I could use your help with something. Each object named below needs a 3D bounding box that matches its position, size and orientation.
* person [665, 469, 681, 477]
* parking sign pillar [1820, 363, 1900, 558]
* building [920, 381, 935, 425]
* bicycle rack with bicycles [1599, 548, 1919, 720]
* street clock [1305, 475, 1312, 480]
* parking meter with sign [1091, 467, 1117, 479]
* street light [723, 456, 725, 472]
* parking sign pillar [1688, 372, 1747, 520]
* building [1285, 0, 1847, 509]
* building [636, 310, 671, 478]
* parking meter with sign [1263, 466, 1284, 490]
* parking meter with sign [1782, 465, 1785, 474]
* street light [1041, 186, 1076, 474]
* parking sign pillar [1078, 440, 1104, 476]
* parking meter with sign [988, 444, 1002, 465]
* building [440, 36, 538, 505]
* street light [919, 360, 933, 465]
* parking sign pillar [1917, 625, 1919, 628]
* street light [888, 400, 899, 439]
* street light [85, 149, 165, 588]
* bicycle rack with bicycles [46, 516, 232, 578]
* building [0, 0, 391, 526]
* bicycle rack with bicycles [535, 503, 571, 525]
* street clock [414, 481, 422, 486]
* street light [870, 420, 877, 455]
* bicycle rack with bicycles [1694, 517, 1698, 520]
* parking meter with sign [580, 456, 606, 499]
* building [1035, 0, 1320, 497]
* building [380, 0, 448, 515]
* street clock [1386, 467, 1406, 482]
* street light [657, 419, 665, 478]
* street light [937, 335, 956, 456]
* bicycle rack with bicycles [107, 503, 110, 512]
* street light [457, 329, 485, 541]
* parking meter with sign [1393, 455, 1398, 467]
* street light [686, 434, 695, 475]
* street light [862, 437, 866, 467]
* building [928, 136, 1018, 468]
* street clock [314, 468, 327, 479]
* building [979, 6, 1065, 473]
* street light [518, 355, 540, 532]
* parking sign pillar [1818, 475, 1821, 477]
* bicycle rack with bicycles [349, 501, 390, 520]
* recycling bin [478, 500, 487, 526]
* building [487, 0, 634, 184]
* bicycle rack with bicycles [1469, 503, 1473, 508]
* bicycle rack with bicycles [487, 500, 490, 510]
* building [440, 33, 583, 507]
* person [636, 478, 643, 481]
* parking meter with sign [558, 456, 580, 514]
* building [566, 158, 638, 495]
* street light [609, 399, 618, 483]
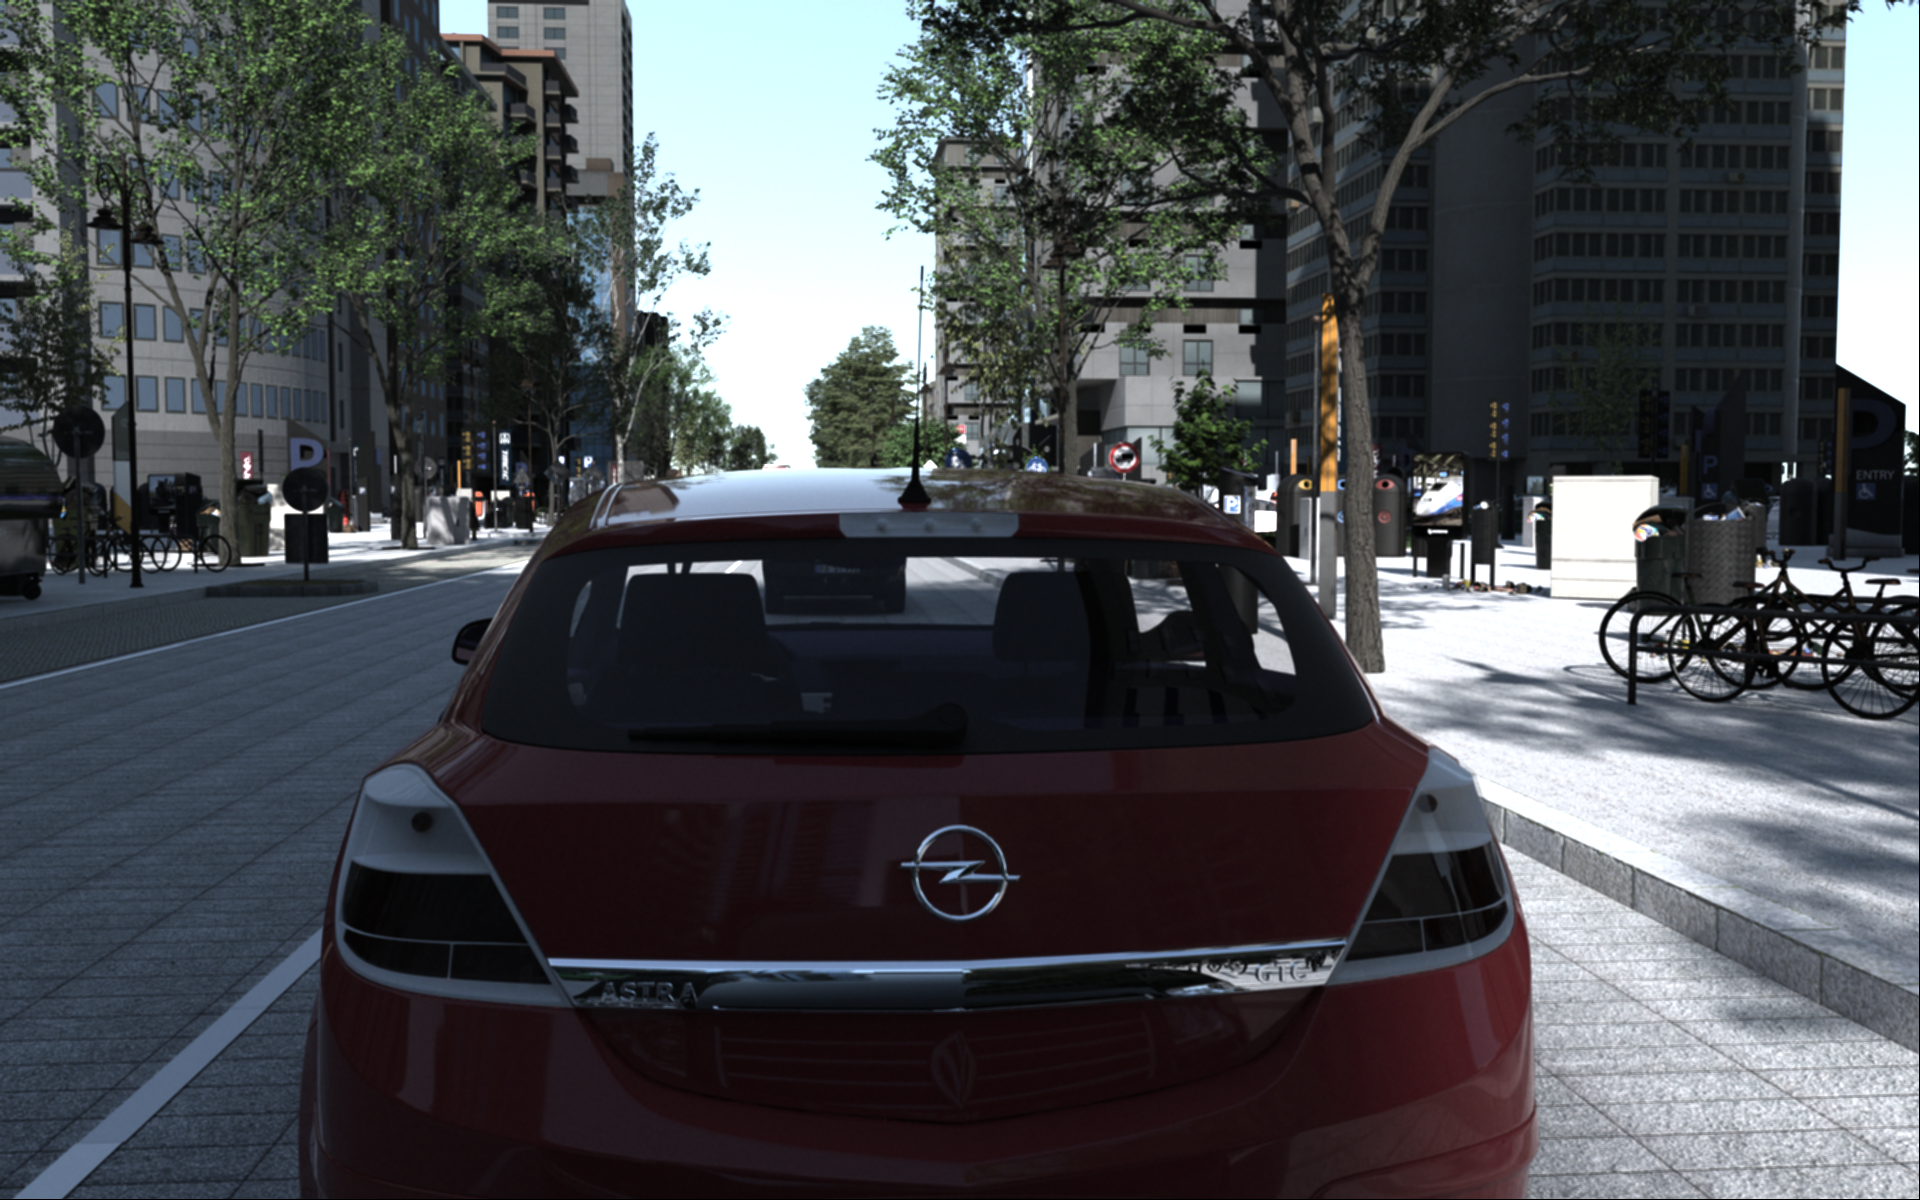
[{"bbox_3d":[-4.107,-1.023,25.402,0.473,1.802,0.592,2,4,28],"label":"person"},{"bbox_3d":[18.528,-2.867,35.351,1.447,3.967,1.447,2,4,33],"label":"parking sign pillar"},{"bbox_3d":[8.199,-26.605,280.035,27.650,21.520,28.899,0,4,-5],"label":"building"},{"bbox_3d":[5.330,0.162,10.736,2.852,0.926,2.925,-3,5,-43],"label":"bicycle rack with bicycles"},{"bbox_3d":[13.065,-3.687,64.860,0.471,2.002,0.358,-2,4,-34],"label":"street clock"},{"bbox_3d":[4.038,-3.195,48.500,1.738,3.016,0.543,0,4,0],"label":"parking meter with sign"},{"bbox_3d":[-24.885,-12.852,182.915,0.468,5.910,1.993,0,4,-5],"label":"street light"},{"bbox_3d":[16.768,-3.033,38.068,1.447,3.967,1.447,-3,5,-43],"label":"parking sign pillar"},{"bbox_3d":[31.086,-24.345,89.930,23.993,40.220,32.217,0,4,-5],"label":"building"},{"bbox_3d":[-52.887,-30.488,270.172,14.160,30.474,14.107,0,4,-5],"label":"building"},{"bbox_3d":[19.078,-6.774,107.016,1.738,3.016,0.543,1,4,15],"label":"parking meter with sign"},{"bbox_3d":[50.738,-6.679,105.458,1.738,3.016,0.543,-1,4,-9],"label":"parking meter with sign"},{"bbox_3d":[1.549,-3.277,26.371,0.468,5.910,1.993,0,4,-5],"label":"street light"},{"bbox_3d":[6.510,-5.965,86.005,1.447,3.967,1.447,-2,4,-24],"label":"parking sign pillar"},{"bbox_3d":[0.699,-3.861,59.386,0.543,3.016,1.738,3,5,39],"label":"parking meter with sign"},{"bbox_3d":[-52.220,-27.496,141.443,32.217,40.220,23.993,0,4,-5],"label":"building"},{"bbox_3d":[-1.211,-5.324,59.841,0.468,5.910,1.993,0,4,-5],"label":"street light"},{"bbox_3d":[9.847,-1.697,16.223,1.447,3.967,1.447,-3,5,-45],"label":"parking sign pillar"},{"bbox_3d":[-3.238,-6.794,83.863,0.468,5.910,1.993,0,4,-5],"label":"street light"},{"bbox_3d":[-11.340,-3.112,23.675,0.468,5.910,1.993,0,4,-5],"label":"street light"},{"bbox_3d":[-13.663,-0.884,27.833,2.925,0.926,2.852,2,4,23],"label":"bicycle rack with bicycles"},{"bbox_3d":[-41.527,-32.997,81.493,21.231,58.520,28.212,0,4,-5],"label":"building"},{"bbox_3d":[-16.718,-3.698,73.849,2.925,0.926,2.852,-1,4,-18],"label":"bicycle rack with bicycles"},{"bbox_3d":[-30.284,-5.630,96.617,0.471,2.002,0.358,-3,5,-41],"label":"street clock"},{"bbox_3d":[-5.387,-8.283,108.213,0.468,5.910,1.993,0,4,-5],"label":"street light"},{"bbox_3d":[20.064,-2.254,50.238,2.852,0.926,2.925,-1,4,-19],"label":"bicycle rack with bicycles"},{"bbox_3d":[-16.388,-5.024,78.410,0.543,3.016,1.738,-3,5,-44],"label":"parking meter with sign"},{"bbox_3d":[20.171,-32.546,121.371,28.713,52.752,27.495,0,4,-5],"label":"building"},{"bbox_3d":[-41.761,-28.197,111.131,14.600,45.320,14.200,0,4,-5],"label":"building"},{"bbox_3d":[11.667,-2.558,46.386,0.471,2.002,0.358,3,5,39],"label":"street clock"},{"bbox_3d":[-18.337,-8.163,106.254,0.468,5.910,1.993,0,4,-5],"label":"street light"},{"bbox_3d":[-0.396,-4.747,50.400,0.468,5.910,1.993,0,4,-5],"label":"street light"},{"bbox_3d":[-32.222,-3.234,66.261,2.925,0.926,2.852,-2,4,-29],"label":"bicycle rack with bicycles"},{"bbox_3d":[-13.424,-4.581,47.692,0.468,5.910,1.993,0,4,-5],"label":"street light"},{"bbox_3d":[18.505,-4.937,76.975,1.738,3.016,0.543,0,4,0],"label":"parking meter with sign"},{"bbox_3d":[-20.811,-9.914,134.873,0.468,5.910,1.993,0,4,-5],"label":"street light"},{"bbox_3d":[-7.281,-9.753,132.246,0.468,5.910,1.993,0,4,-5],"label":"street light"},{"bbox_3d":[10.635,-40.458,250.726,28.713,52.752,27.495,0,4,-5],"label":"building"},{"bbox_3d":[-18.167,-2.718,49.006,0.471,2.002,0.358,1,4,20],"label":"street clock"},{"bbox_3d":[14.567,-53.079,180.517,22.319,86.520,31.000,0,4,-5],"label":"building"},{"bbox_3d":[-14.357,-5.201,57.831,0.468,5.910,1.993,0,4,-5],"label":"street light"},{"bbox_3d":[60.254,-8.168,122.013,1.447,3.967,1.447,2,4,30],"label":"parking sign pillar"},{"bbox_3d":[-29.359,-4.297,83.644,2.925,0.926,2.852,2,4,35],"label":"bicycle rack with bicycles"},{"bbox_3d":[-19.662,-3.545,70.513,0.722,1.027,0.722,0,4,-7],"label":"recycling bin"},{"bbox_3d":[-55.669,-49.706,250.949,20.563,71.187,20.611,0,4,-5],"label":"building"},{"bbox_3d":[36.923,-6.931,126.697,2.852,0.926,2.925,-1,4,-17],"label":"bicycle rack with bicycles"},{"bbox_3d":[-26.441,-5.075,96.365,2.852,0.926,2.925,-1,4,-22],"label":"bicycle rack with bicycles"},{"bbox_3d":[-49.000,-31.402,168.049,22.147,44.769,28.867,0,4,-5],"label":"building"},{"bbox_3d":[-7.040,-1.774,37.859,0.623,1.781,0.721,-2,4,-28],"label":"person"},{"bbox_3d":[-17.613,-5.119,79.949,1.738,3.016,0.543,-3,5,-44],"label":"parking meter with sign"},{"bbox_3d":[-51.458,-35.731,234.311,14.600,45.320,14.200,0,4,-5],"label":"building"},{"bbox_3d":[-16.327,-6.688,82.139,0.468,5.910,1.993,0,4,-5],"label":"street light"}]
